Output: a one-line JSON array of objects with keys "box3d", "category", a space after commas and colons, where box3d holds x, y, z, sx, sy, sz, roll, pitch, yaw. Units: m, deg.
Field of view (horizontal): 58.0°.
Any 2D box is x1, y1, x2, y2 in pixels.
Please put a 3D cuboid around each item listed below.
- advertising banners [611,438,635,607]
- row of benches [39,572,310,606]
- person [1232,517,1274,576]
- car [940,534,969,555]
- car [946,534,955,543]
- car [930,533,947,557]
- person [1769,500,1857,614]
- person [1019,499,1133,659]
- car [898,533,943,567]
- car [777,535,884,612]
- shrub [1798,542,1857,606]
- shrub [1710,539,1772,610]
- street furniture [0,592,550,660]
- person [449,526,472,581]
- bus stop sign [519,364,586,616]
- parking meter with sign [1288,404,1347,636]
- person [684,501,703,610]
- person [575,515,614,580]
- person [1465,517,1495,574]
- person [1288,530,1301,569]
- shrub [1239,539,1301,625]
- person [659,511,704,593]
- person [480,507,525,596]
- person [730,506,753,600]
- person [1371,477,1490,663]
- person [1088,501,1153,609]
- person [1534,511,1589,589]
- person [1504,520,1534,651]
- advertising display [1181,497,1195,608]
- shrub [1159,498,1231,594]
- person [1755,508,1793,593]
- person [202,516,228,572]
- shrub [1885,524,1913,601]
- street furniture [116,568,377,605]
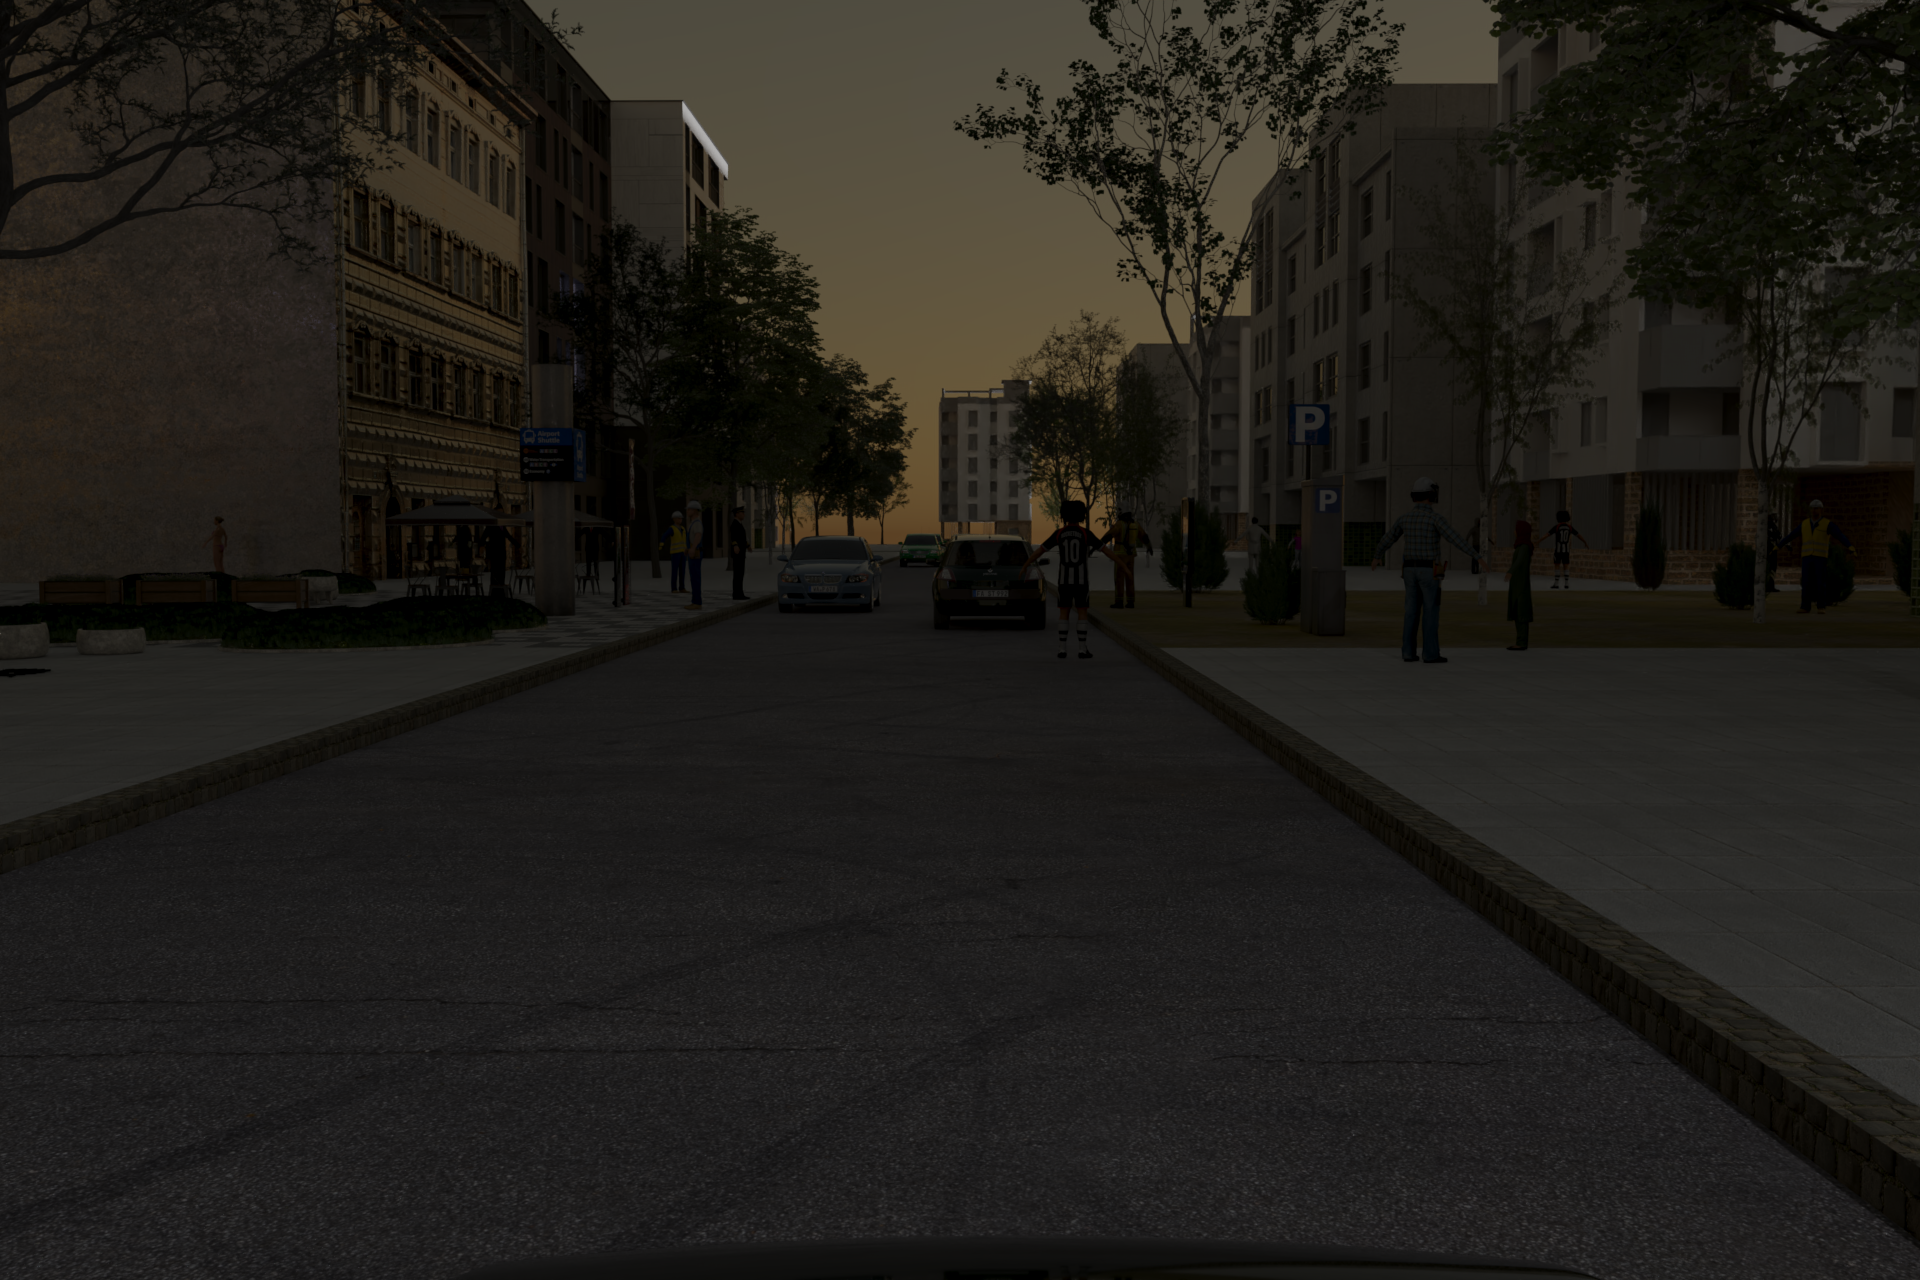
[{"box3d": [-6.040, -2.142, 31.209, 0.090, 3.025, 2.074, 0, 3, 0], "category": "advertising banners"}, {"box3d": [-12.658, -0.755, 27.800, 4.104, 0.672, 1.422, -1, 4, -9], "category": "row of benches"}, {"box3d": [9.073, -2.890, 53.446, 1.347, 1.806, 0.705, 0, 4, -8], "category": "person"}, {"box3d": [0.332, -3.134, 63.042, 2.131, 1.459, 4.920, 0, 4, 0], "category": "car"}, {"box3d": [0.019, -6.909, 122.749, 2.009, 1.686, 4.222, 0, 3, 0], "category": "car"}, {"box3d": [-1.638, -4.953, 89.779, 1.959, 1.807, 4.718, 0, 4, 0], "category": "car"}, {"box3d": [13.784, -1.345, 27.952, 0.705, 1.833, 1.349, -3, 5, -44], "category": "person"}, {"box3d": [1.318, -0.697, 20.004, 1.345, 1.843, 0.704, 1, 4, 14], "category": "person"}, {"box3d": [-1.722, -4.126, 76.257, 1.959, 1.807, 4.718, 0, 4, 0], "category": "car"}, {"box3d": [-2.448, -1.295, 33.175, 2.014, 1.417, 4.499, 0, 4, 0], "category": "car"}, {"box3d": [15.480, -1.210, 30.905, 1.383, 1.207, 1.383, 0, 3, 0], "category": "shrub"}, {"box3d": [13.255, -1.119, 29.411, 1.383, 1.207, 1.383, 0, 3, 0], "category": "shrub"}, {"box3d": [-9.431, -0.294, 20.434, 10.072, 0.657, 5.734, -2, 4, -32], "category": "street furniture"}, {"box3d": [-13.639, -2.528, 47.475, 0.704, 1.812, 1.346, -3, 5, -39], "category": "person"}, {"box3d": [-6.373, -2.334, 27.169, 0.837, 3.901, 0.837, 0, 4, 1], "category": "bus stop sign"}, {"box3d": [4.679, -1.604, 22.480, 0.543, 3.016, 1.738, 0, 3, 0], "category": "parking meter with sign"}, {"box3d": [-4.541, -1.444, 29.470, 0.705, 1.847, 1.347, -1, 4, -13], "category": "person"}, {"box3d": [-10.177, -2.550, 47.882, 1.347, 1.806, 0.705, 0, 4, -1], "category": "person"}, {"box3d": [16.573, -3.014, 55.413, 1.348, 1.813, 0.705, -2, 4, -33], "category": "person"}, {"box3d": [11.550, -3.036, 58.897, 0.991, 1.433, 0.599, -2, 4, -25], "category": "person"}, {"box3d": [4.429, -0.820, 24.520, 1.383, 1.207, 1.383, 0, 3, 0], "category": "shrub"}, {"box3d": [-6.046, -1.898, 37.490, 0.721, 1.772, 1.216, 3, 5, 40], "category": "person"}, {"box3d": [-8.844, -1.653, 33.252, 0.704, 1.802, 1.346, 1, 4, 21], "category": "person"}, {"box3d": [-4.302, -1.710, 33.893, 0.705, 1.837, 1.347, 0, 4, 5], "category": "person"}, {"box3d": [4.650, -0.703, 17.331, 0.704, 1.849, 1.345, -3, 5, -42], "category": "person"}, {"box3d": [2.829, -1.479, 29.944, 1.354, 1.858, 0.705, -2, 4, -30], "category": "person"}, {"box3d": [14.124, -2.112, 40.667, 1.345, 1.843, 0.704, 0, 4, 0], "category": "person"}, {"box3d": [6.149, -0.609, 19.172, 0.599, 1.438, 0.989, 2, 4, 26], "category": "person"}, {"box3d": [4.013, -1.548, 30.523, 0.123, 1.923, 0.974, 0, 4, 1], "category": "advertising display"}, {"box3d": [5.079, -2.042, 37.426, 1.661, 2.075, 1.752, 0, 3, 0], "category": "shrub"}, {"box3d": [17.838, -1.976, 38.091, 1.354, 1.856, 0.705, -2, 4, -35], "category": "person"}, {"box3d": [-18.940, -2.279, 44.069, 0.721, 1.733, 1.217, 0, 4, 2], "category": "person"}, {"box3d": [17.948, -1.695, 31.755, 1.661, 2.075, 1.752, 0, 3, 0], "category": "shrub"}, {"box3d": [-14.826, -1.175, 34.832, 5.734, 0.657, 10.072, -1, 4, -16], "category": "street furniture"}]
